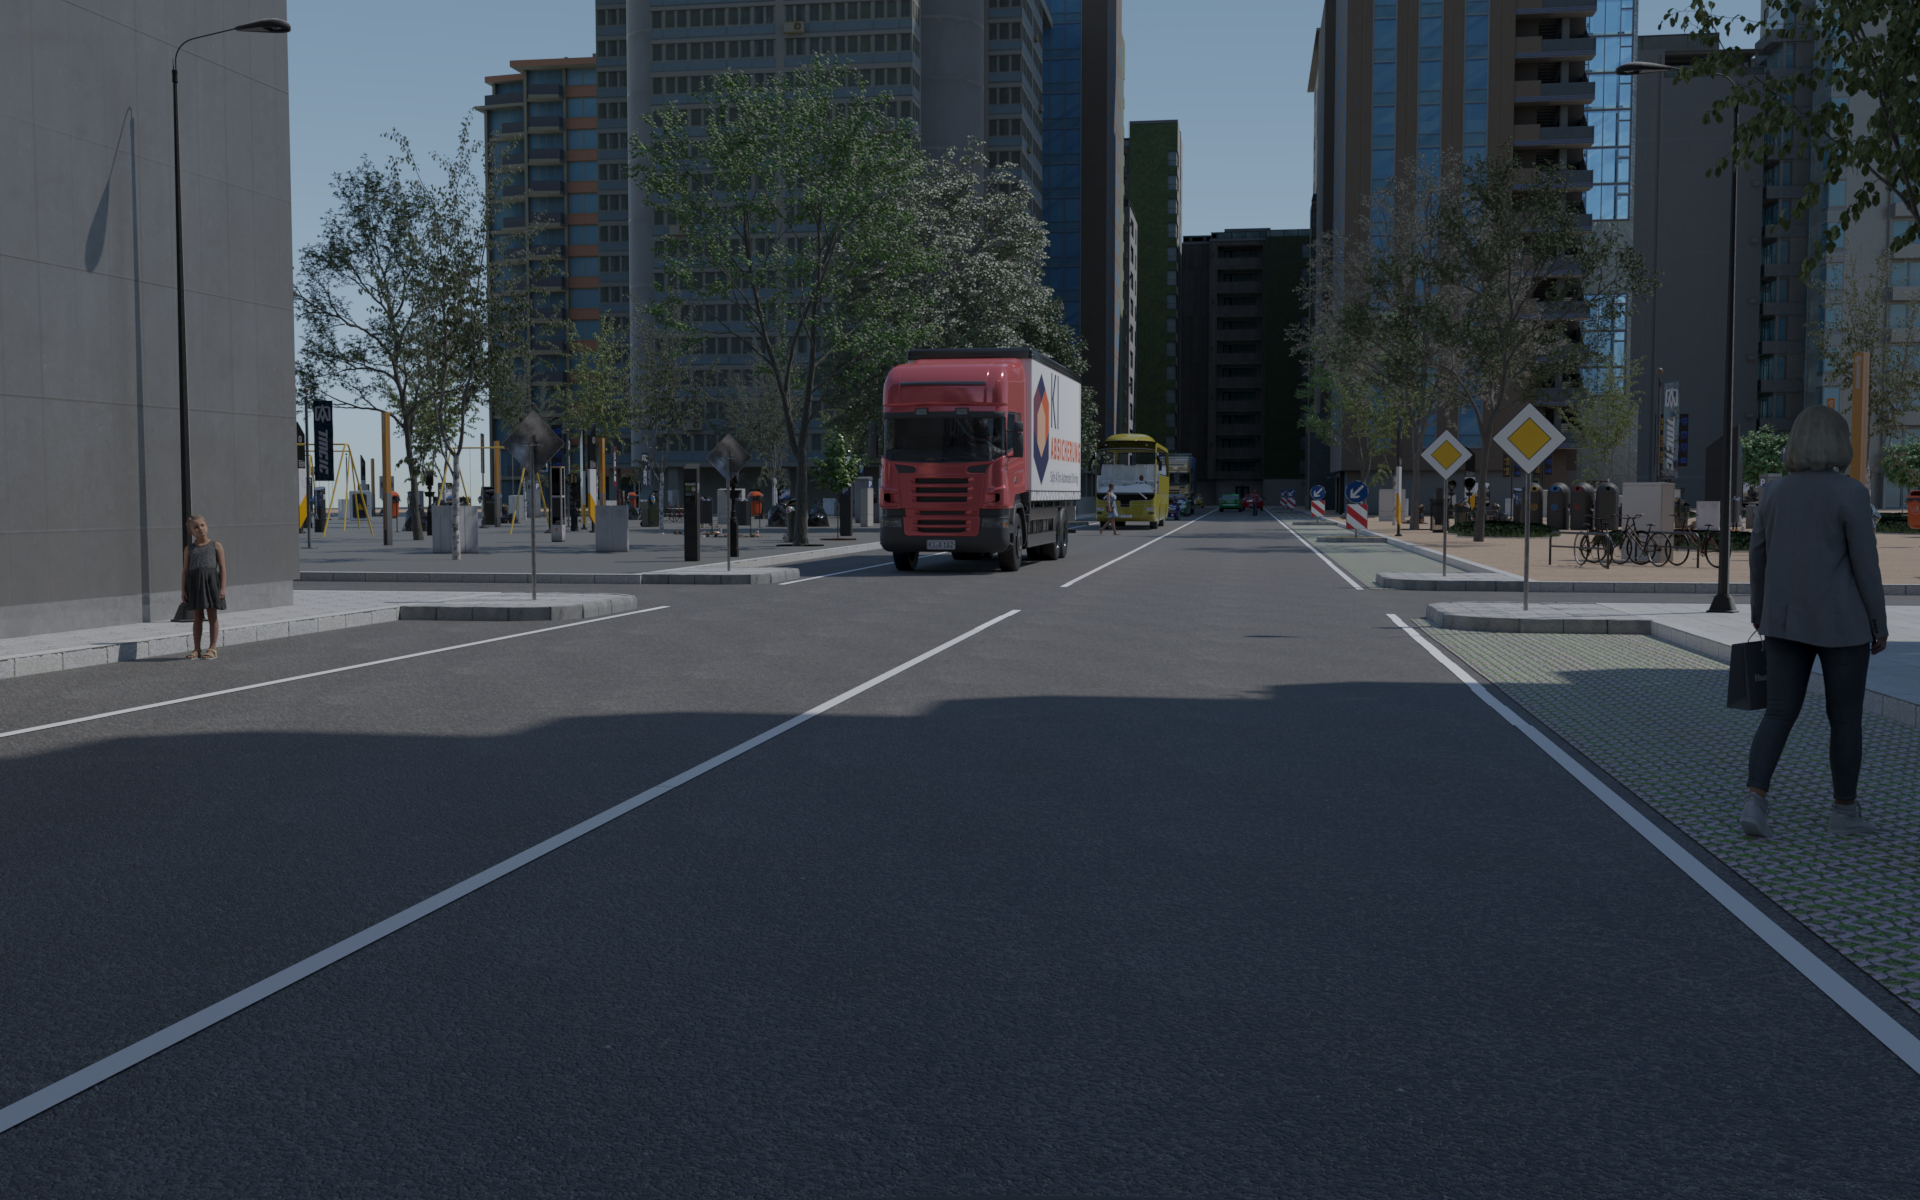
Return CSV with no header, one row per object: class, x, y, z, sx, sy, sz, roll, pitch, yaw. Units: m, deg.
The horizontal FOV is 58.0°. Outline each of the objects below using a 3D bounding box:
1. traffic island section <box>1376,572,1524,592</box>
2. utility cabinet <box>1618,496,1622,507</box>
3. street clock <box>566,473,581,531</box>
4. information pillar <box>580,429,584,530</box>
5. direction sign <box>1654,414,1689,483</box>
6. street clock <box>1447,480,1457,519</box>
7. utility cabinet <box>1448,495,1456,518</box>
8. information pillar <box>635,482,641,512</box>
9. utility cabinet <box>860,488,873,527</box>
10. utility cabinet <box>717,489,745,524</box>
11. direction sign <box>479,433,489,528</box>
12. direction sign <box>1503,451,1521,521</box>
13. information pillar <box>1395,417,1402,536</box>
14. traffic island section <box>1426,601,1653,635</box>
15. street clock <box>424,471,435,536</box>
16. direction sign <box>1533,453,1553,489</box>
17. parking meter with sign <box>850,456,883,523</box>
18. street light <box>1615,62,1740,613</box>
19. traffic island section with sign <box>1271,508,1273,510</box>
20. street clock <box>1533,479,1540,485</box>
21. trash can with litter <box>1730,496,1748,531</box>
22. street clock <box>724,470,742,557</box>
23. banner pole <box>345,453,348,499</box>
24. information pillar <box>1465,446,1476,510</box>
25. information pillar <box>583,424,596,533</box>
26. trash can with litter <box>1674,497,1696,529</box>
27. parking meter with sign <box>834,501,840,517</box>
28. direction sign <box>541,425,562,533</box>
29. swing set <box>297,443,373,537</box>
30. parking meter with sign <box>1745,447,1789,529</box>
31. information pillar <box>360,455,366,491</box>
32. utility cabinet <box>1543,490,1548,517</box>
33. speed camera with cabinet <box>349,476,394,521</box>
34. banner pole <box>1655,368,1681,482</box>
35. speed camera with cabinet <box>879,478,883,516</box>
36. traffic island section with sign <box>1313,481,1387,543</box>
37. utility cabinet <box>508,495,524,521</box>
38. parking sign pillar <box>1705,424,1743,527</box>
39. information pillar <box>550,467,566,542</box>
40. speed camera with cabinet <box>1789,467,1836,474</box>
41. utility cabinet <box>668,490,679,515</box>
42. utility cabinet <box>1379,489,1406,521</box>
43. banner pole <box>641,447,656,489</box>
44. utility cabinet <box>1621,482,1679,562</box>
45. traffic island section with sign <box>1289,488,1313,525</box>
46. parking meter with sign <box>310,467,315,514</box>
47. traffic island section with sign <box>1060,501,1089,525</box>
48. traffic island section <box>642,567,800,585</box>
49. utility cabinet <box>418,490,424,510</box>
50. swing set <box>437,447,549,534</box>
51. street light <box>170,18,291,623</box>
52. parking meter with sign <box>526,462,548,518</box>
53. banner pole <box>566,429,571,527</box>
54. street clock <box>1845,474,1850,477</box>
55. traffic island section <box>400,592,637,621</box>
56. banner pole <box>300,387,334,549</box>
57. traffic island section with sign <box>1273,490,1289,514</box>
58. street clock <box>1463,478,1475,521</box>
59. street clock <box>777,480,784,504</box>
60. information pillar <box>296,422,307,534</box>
traffic island section,7.561,-0.287,26.972,2.009,0.180,2.903,1,4,9
utility cabinet,28.723,-3.943,75.636,1.020,1.237,0.306,3,4,39
street clock,-13.358,-3.387,59.948,0.471,2.002,0.358,2,4,29
information pillar,-13.624,-4.357,62.587,0.183,3.616,0.504,-1,4,-22
direction sign,20.113,-3.488,49.029,0.876,3.537,0.379,2,4,26
street clock,25.289,-5.174,89.159,0.471,2.002,0.358,-1,4,-17
utility cabinet,26.112,-4.944,91.988,0.306,1.237,1.020,1,4,8
information pillar,-18.976,-5.969,102.085,0.304,2.012,0.304,1,4,11
utility cabinet,-3.665,-3.622,67.893,0.318,1.500,1.173,0,4,7
utility cabinet,-9.656,-3.939,73.081,1.173,1.500,0.318,1,4,21
direction sign,-17.853,-4.454,64.827,0.379,3.537,0.876,-1,4,-8
direction sign,25.250,-5.337,79.254,0.876,3.537,0.379,3,5,44
information pillar,13.287,-3.735,52.417,0.183,3.616,0.504,1,4,22
traffic island section,6.254,0.195,19.094,2.009,0.180,2.903,1,4,9
street clock,-16.361,-2.989,53.444,0.358,2.002,0.471,-1,4,-12
direction sign,23.837,-4.825,70.882,0.379,3.537,0.876,-3,4,-39
parking meter with sign,-4.251,-4.900,76.373,1.738,3.016,0.543,2,4,24
street light,7.750,-2.824,18.720,1.470,5.913,1.316,1,4,9
traffic island section with sign,28.717,-8.916,154.404,1.989,1.847,2.006,1,4,9
street clock,26.985,-4.681,81.106,0.358,2.002,0.471,2,4,30
trash can with litter,25.964,-2.845,57.575,1.678,1.210,2.233,2,4,35
street clock,-4.613,-1.876,35.238,0.358,2.002,0.471,0,4,6
banner pole,-37.640,-7.117,106.381,0.401,3.779,0.863,-1,4,-15
information pillar,24.764,-5.676,84.161,0.504,3.616,0.183,0,4,2
information pillar,-12.201,-4.042,57.445,0.183,3.616,0.504,1,4,13
trash can with litter,26.835,-3.214,63.928,1.055,1.170,0.624,0,4,-4
parking meter with sign,-6.351,-6.298,99.235,1.738,3.016,0.543,-2,4,-24
direction sign,-13.430,-3.952,56.616,0.876,3.537,0.379,0,4,1
swing set,-20.141,-3.426,53.634,3.119,2.851,2.862,1,4,11
parking meter with sign,30.007,-4.157,64.227,1.738,3.016,0.543,-1,4,-18
information pillar,-35.582,-6.845,103.262,0.183,3.616,0.504,1,4,9
utility cabinet,32.052,-5.191,93.559,1.173,1.500,0.318,2,4,34
speed camera with cabinet,-28.065,-5.398,82.589,2.038,3.252,0.660,-1,4,-22
banner pole,13.933,-2.705,34.238,0.401,3.779,0.863,-1,4,-15
speed camera with cabinet,-3.696,-6.249,96.499,0.660,3.252,2.038,-3,5,-40
traffic island section with sign,11.653,-2.626,51.564,1.989,1.847,2.006,1,4,9
utility cabinet,-21.400,-4.423,83.484,0.306,1.237,1.020,-3,5,-41
parking sign pillar,29.817,-4.840,67.612,1.447,3.967,1.447,-3,4,-37
information pillar,-10.751,-2.558,46.319,0.304,2.012,0.304,0,4,5
speed camera with cabinet,34.019,-4.568,69.019,0.660,3.252,2.038,-2,4,-24
utility cabinet,-17.308,-5.874,104.717,0.318,1.500,1.173,1,4,10
utility cabinet,20.027,-4.380,80.284,1.173,1.500,0.318,1,4,10
banner pole,-16.653,-6.255,92.278,0.401,3.779,0.863,3,5,40
utility cabinet,13.055,-1.479,32.857,0.318,1.500,1.173,-1,4,-14
traffic island section with sign,16.286,-4.334,79.492,1.989,1.847,2.006,1,4,9
parking meter with sign,-41.646,-6.952,109.930,1.738,3.016,0.543,2,4,32
traffic island section with sign,4.943,-4.365,79.998,1.989,1.847,2.006,1,4,9
traffic island section,-3.874,-0.403,28.866,2.009,0.180,2.903,1,4,9
utility cabinet,-31.754,-5.694,101.770,0.318,1.500,1.173,0,4,-6
swing set,-15.655,-3.662,57.489,3.119,2.851,2.862,1,4,14
street light,-7.222,-2.729,17.163,1.470,5.913,1.316,1,4,9
parking meter with sign,-23.091,-5.968,93.842,1.738,3.016,0.543,3,4,36
banner pole,-15.122,-4.706,66.959,0.401,3.779,0.863,0,4,-4
street clock,31.566,-3.479,61.459,0.471,2.002,0.358,-2,4,-33
traffic island section,-5.181,0.079,20.988,2.009,0.180,2.903,1,4,9
banner pole,-15.127,-3.104,40.768,0.863,3.779,0.401,0,4,1
traffic island section with sign,24.242,-7.267,127.444,1.989,1.847,2.006,1,4,9
street clock,22.309,-4.362,75.888,0.471,2.002,0.358,0,4,3
street clock,-9.365,-5.191,89.442,0.471,2.002,0.358,2,4,27
information pillar,-21.375,-3.964,56.174,0.183,3.616,0.504,0,4,6
